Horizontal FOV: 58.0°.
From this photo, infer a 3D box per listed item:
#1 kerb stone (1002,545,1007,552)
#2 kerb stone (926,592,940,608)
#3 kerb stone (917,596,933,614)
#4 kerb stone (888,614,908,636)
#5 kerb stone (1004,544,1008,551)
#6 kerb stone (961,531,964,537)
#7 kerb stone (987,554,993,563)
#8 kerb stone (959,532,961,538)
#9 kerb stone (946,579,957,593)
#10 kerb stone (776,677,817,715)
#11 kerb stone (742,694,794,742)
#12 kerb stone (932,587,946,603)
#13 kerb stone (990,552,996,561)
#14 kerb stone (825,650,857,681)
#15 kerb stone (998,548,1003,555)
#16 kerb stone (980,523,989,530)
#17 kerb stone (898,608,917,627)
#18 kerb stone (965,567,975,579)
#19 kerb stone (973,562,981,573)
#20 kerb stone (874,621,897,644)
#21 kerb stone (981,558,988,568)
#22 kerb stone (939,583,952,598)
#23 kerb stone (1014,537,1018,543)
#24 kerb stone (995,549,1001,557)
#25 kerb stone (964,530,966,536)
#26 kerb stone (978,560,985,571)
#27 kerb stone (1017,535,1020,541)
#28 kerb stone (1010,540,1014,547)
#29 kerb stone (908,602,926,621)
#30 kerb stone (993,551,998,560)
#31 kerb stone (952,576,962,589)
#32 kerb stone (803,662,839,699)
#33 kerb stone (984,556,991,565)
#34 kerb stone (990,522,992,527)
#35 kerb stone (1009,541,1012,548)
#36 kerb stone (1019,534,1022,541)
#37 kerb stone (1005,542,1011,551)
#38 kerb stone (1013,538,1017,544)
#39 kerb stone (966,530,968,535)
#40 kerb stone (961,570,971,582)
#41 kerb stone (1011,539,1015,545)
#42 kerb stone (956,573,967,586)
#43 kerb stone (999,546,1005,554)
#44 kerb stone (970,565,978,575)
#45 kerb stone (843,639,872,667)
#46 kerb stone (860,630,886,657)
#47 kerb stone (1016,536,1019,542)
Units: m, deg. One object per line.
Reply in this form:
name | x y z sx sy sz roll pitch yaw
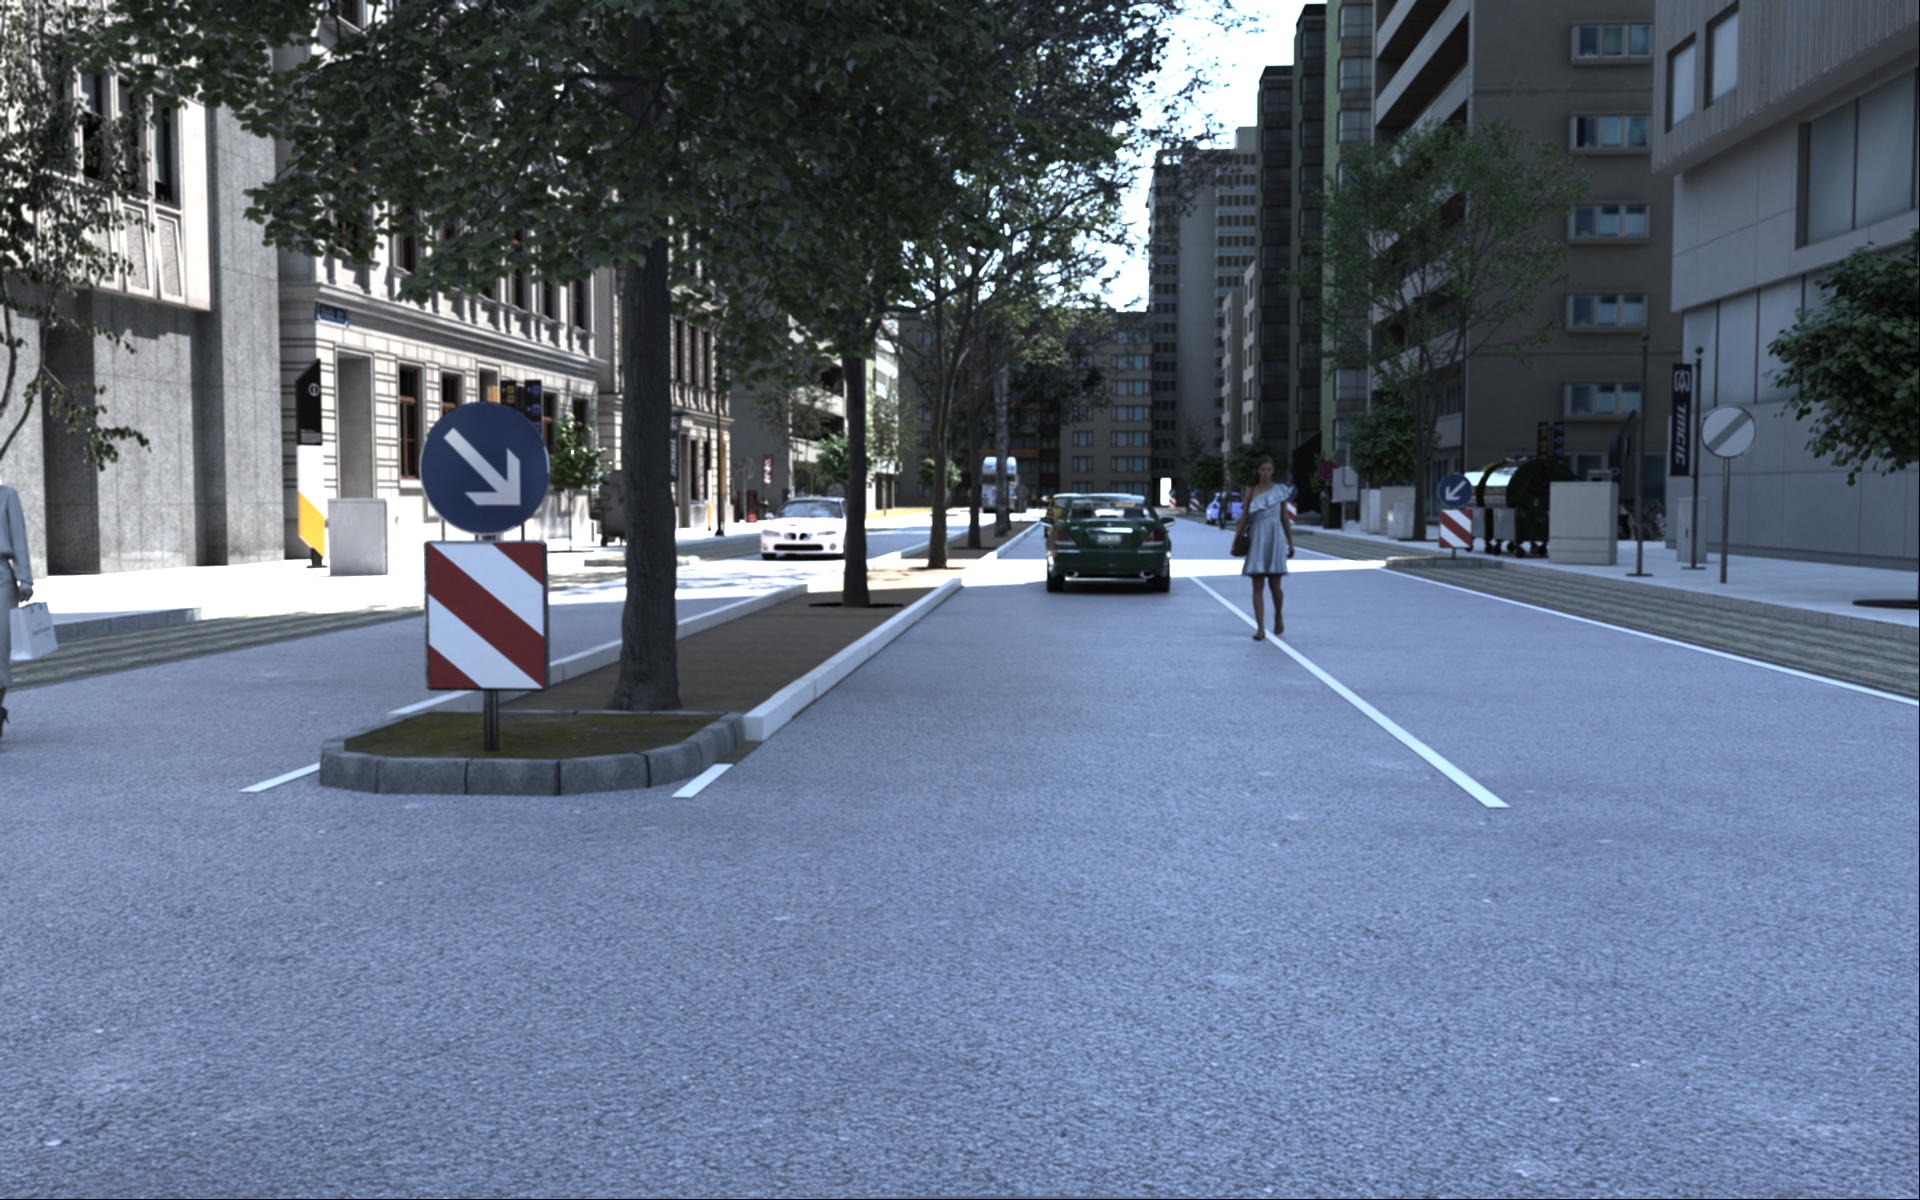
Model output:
kerb stone | 0.971 -1.161 41.183 0.120 0.150 1.000 0 4 4
kerb stone | -0.384 0.030 21.723 0.120 0.150 1.000 0 4 4
kerb stone | -0.454 0.091 20.702 0.120 0.150 1.000 0 4 4
kerb stone | -0.670 0.280 17.636 0.120 0.150 1.000 0 4 4
kerb stone | 1.037 -1.224 42.204 0.120 0.150 1.000 0 4 4
kerb stone | -0.054 -2.106 56.669 0.120 0.150 1.000 0 4 4
kerb stone | 0.533 -0.780 35.028 0.120 0.150 1.000 0 4 4
kerb stone | -0.132 -2.046 55.650 0.120 0.150 1.000 0 4 4
kerb stone | -0.171 -0.158 24.794 0.120 0.150 1.000 0 4 4
kerb stone | -1.105 0.657 11.507 0.120 0.150 1.000 0 4 4
kerb stone | -1.161 0.717 10.486 0.120 0.150 1.000 0 4 4
kerb stone | -0.311 -0.033 22.742 0.120 0.150 1.000 0 4 4
kerb stone | 0.610 -0.848 36.058 0.120 0.150 1.000 0 4 4
kerb stone | -0.953 0.529 13.552 0.120 0.150 1.000 0 4 4
kerb stone | 0.823 -1.032 39.142 0.120 0.150 1.000 0 4 4
kerb stone | 1.008 -3.046 71.998 0.120 0.150 1.000 0 4 4
kerb stone | -0.603 0.216 18.660 0.120 0.150 1.000 0 4 4
kerb stone | 0.115 -0.409 28.885 0.120 0.150 1.000 0 4 4
kerb stone | 0.249 -0.535 30.935 0.120 0.150 1.000 0 4 4
kerb stone | -0.740 0.341 16.616 0.120 0.150 1.000 0 4 4
kerb stone | 0.393 -0.658 32.975 0.120 0.150 1.000 0 4 4
kerb stone | -0.246 -0.095 23.774 0.120 0.150 1.000 0 4 4
kerb stone | 1.471 -1.601 48.365 0.120 0.150 1.000 0 4 4
kerb stone | 0.755 -0.973 38.111 0.120 0.150 1.000 0 4 4
kerb stone | 0.011 -2.168 57.690 0.120 0.150 1.000 0 4 4
kerb stone | 0.329 -0.597 31.954 0.120 0.150 1.000 0 4 4
kerb stone | 1.609 -1.718 50.410 0.120 0.150 1.000 0 4 4
kerb stone | 1.256 -1.411 45.269 0.120 0.150 1.000 0 4 4
kerb stone | -0.525 0.154 19.683 0.120 0.150 1.000 0 4 4
kerb stone | 0.681 -0.911 37.092 0.120 0.150 1.000 0 4 4
kerb stone | -0.103 -0.221 25.814 0.120 0.150 1.000 0 4 4
kerb stone | -1.024 0.593 12.526 0.120 0.150 1.000 0 4 4
kerb stone | 0.468 -0.722 33.998 0.120 0.150 1.000 0 4 4
kerb stone | 1.158 -3.171 74.049 0.120 0.150 1.000 0 4 4
kerb stone | 1.191 -1.349 44.246 0.120 0.150 1.000 0 4 4
kerb stone | 1.682 -1.786 51.429 0.120 0.150 1.000 0 4 4
kerb stone | 1.119 -1.286 43.226 0.120 0.150 1.000 0 4 4
kerb stone | 1.406 -1.526 47.333 0.120 0.150 1.000 0 4 4
kerb stone | 0.093 -2.233 58.709 0.120 0.150 1.000 0 4 4
kerb stone | 0.042 -0.344 27.854 0.120 0.150 1.000 0 4 4
kerb stone | 1.327 -1.475 46.305 0.120 0.150 1.000 0 4 4
kerb stone | -0.027 -0.284 26.834 0.120 0.150 1.000 0 4 4
kerb stone | 0.904 -1.098 40.163 0.120 0.150 1.000 0 4 4
kerb stone | 0.184 -0.471 29.915 0.120 0.150 1.000 0 4 4
kerb stone | -0.885 0.466 14.572 0.120 0.150 1.000 0 4 4
kerb stone | -0.809 0.404 15.592 0.120 0.150 1.000 0 4 4
kerb stone | 1.540 -1.663 49.390 0.120 0.150 1.000 0 4 4
